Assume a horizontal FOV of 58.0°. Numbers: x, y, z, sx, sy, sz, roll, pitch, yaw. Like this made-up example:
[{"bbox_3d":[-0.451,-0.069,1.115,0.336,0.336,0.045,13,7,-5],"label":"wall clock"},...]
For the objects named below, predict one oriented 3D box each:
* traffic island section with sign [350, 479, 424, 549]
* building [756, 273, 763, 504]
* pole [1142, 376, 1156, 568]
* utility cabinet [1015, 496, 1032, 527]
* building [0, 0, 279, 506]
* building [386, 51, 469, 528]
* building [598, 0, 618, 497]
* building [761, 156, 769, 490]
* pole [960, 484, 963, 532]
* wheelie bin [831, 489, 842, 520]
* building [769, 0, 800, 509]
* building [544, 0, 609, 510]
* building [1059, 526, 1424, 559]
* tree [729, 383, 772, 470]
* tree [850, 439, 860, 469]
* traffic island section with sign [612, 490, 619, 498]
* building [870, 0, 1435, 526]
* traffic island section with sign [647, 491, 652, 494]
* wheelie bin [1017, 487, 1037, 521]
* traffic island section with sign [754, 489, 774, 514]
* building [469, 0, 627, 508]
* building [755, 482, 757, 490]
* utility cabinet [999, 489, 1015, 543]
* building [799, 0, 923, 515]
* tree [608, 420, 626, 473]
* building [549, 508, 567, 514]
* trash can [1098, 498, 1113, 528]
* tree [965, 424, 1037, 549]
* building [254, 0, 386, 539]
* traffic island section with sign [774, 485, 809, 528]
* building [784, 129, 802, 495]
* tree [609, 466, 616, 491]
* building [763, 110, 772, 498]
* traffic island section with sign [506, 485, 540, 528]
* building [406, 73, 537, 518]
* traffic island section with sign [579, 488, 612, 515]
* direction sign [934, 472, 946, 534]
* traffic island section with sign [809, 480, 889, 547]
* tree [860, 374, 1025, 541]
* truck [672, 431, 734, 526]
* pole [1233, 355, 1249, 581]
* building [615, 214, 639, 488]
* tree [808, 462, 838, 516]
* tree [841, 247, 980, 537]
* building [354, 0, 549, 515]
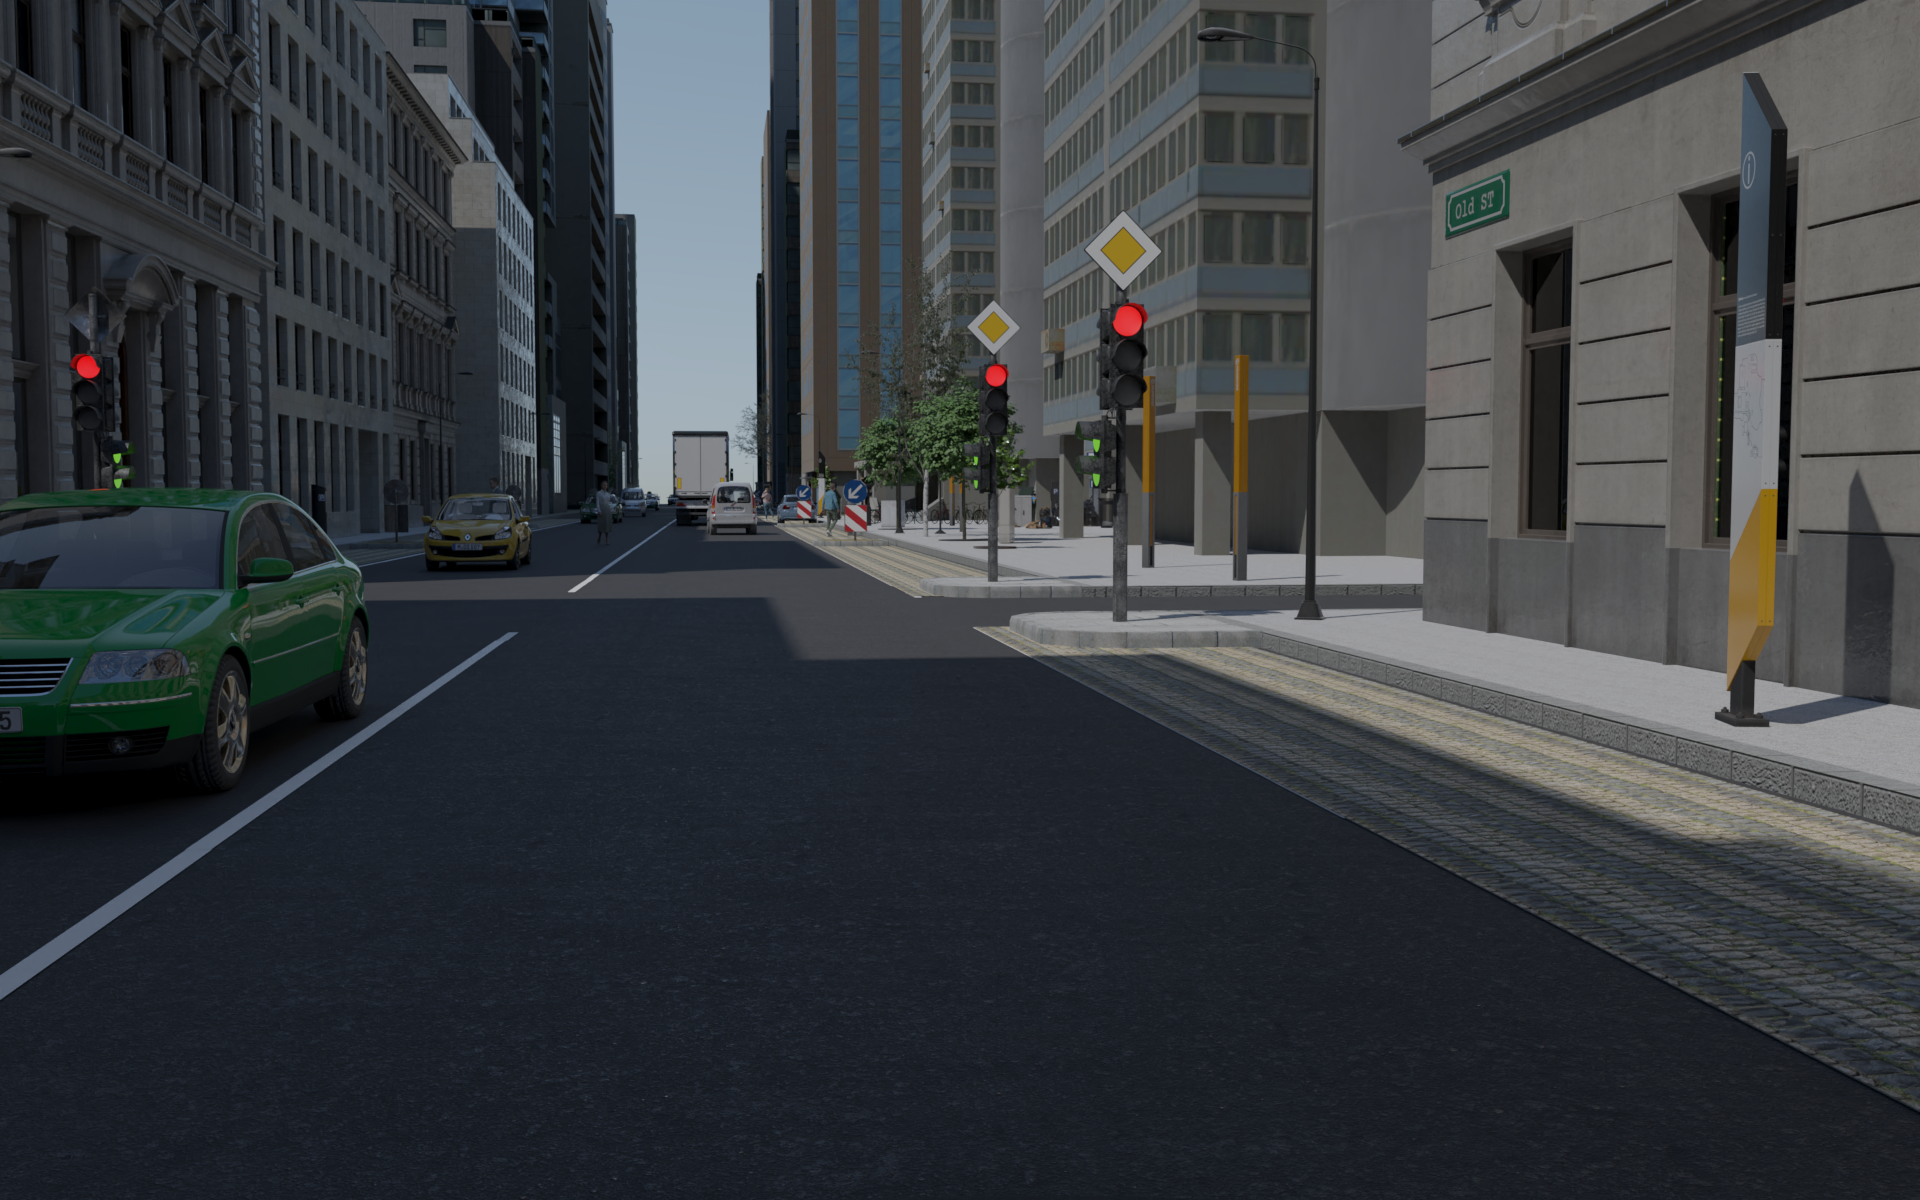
[{"bbox_3d":[-14.871,-2.262,45.613,1.989,1.847,2.006,0,4,-8],"label":"traffic island section with sign"},{"bbox_3d":[-19.693,-27.869,227.355,14.160,30.474,14.107,0,4,-8],"label":"building"},{"bbox_3d":[3.274,-2.213,30.022,0.158,3.312,0.155,0,3,0],"label":"pole"},{"bbox_3d":[2.309,-3.491,68.245,1.020,1.237,0.306,0,4,-2],"label":"utility cabinet"},{"bbox_3d":[-20.209,-12.388,31.422,11.050,23.489,19.941,0,4,-8],"label":"building"},{"bbox_3d":[-25.925,-12.433,67.911,10.561,19.102,19.286,0,4,-8],"label":"building"},{"bbox_3d":[-49.711,-39.767,192.195,21.231,58.520,28.212,0,4,-8],"label":"building"},{"bbox_3d":[-17.388,-32.388,213.142,14.154,41.232,14.086,0,4,-8],"label":"building"},{"bbox_3d":[0.084,-3.962,58.624,0.158,3.312,0.155,0,3,0],"label":"pole"},{"bbox_3d":[-6.217,-4.782,86.096,0.693,1.594,0.980,0,4,1],"label":"wheelie bin"},{"bbox_3d":[-7.171,-37.907,161.786,21.231,58.520,28.212,0,4,-8],"label":"building"},{"bbox_3d":[-42.380,-32.258,151.126,21.300,48.544,21.600,0,4,-8],"label":"building"},{"bbox_3d":[15.315,-21.422,42.123,23.993,40.220,32.217,0,4,-8],"label":"building"},{"bbox_3d":[-19.342,-16.767,184.507,12.009,13.543,11.850,0,3,0],"label":"tree"},{"bbox_3d":[-2.334,-4.822,62.559,4.285,4.588,4.351,0,3,0],"label":"tree"},{"bbox_3d":[-29.680,-8.607,149.347,1.989,1.847,2.006,0,4,-8],"label":"traffic island section with sign"},{"bbox_3d":[10.966,-24.357,90.124,32.217,40.220,23.993,0,4,-8],"label":"building"},{"bbox_3d":[-41.264,-13.575,230.570,1.989,1.847,2.006,0,4,-8],"label":"traffic island section with sign"},{"bbox_3d":[2.876,-4.073,74.501,0.980,1.594,0.693,2,4,29],"label":"wheelie bin"},{"bbox_3d":[-13.959,-7.073,124.270,1.989,1.847,2.006,0,4,-8],"label":"traffic island section with sign"},{"bbox_3d":[-54.039,-55.535,220.676,22.319,86.520,31.000,0,4,-8],"label":"building"},{"bbox_3d":[-13.141,-33.999,247.764,32.217,40.220,23.993,0,4,-8],"label":"building"},{"bbox_3d":[1.210,-2.238,45.274,0.318,1.500,1.173,0,4,8],"label":"utility cabinet"},{"bbox_3d":[-3.095,-28.279,112.476,14.600,45.320,14.200,0,4,-8],"label":"building"},{"bbox_3d":[-35.420,-13.594,172.620,4.360,8.622,3.978,0,3,0],"label":"tree"},{"bbox_3d":[-39.597,-49.591,123.483,22.319,86.520,31.000,0,4,-8],"label":"building"},{"bbox_3d":[5.552,-3.292,65.481,0.748,1.137,0.748,0,3,0],"label":"trash can"},{"bbox_3d":[0.729,-2.814,40.618,1.663,3.219,1.824,0,3,0],"label":"tree"},{"bbox_3d":[-23.401,-11.943,50.012,10.420,20.320,16.860,0,4,-8],"label":"building"},{"bbox_3d":[-6.871,-4.038,74.646,1.989,1.847,2.006,0,4,-8],"label":"traffic island section with sign"},{"bbox_3d":[-7.331,-22.603,141.261,14.160,30.474,14.107,0,4,-8],"label":"building"},{"bbox_3d":[-34.654,-11.229,167.305,4.285,4.588,4.351,0,3,0],"label":"tree"},{"bbox_3d":[-15.313,-33.574,199.053,14.600,45.320,14.200,0,4,-8],"label":"building"},{"bbox_3d":[-18.775,-3.935,72.963,1.989,1.847,2.006,0,4,-8],"label":"traffic island section with sign"},{"bbox_3d":[-27.561,-14.209,87.065,10.420,20.320,16.860,0,4,-8],"label":"building"},{"bbox_3d":[-25.803,-6.945,122.179,1.989,1.847,2.006,0,4,-8],"label":"traffic island section with sign"},{"bbox_3d":[-0.635,-3.900,55.756,0.876,3.537,0.379,3,4,36],"label":"direction sign"},{"bbox_3d":[-3.063,-2.406,47.960,1.989,1.847,2.006,0,4,-8],"label":"traffic island section with sign"},{"bbox_3d":[0.190,-3.907,47.599,4.285,4.588,4.351,0,3,0],"label":"tree"},{"bbox_3d":[-12.208,-5.713,82.325,2.839,4.237,11.283,0,4,-7],"label":"truck"},{"bbox_3d":[4.143,-1.939,25.546,0.158,3.312,0.155,0,3,0],"label":"pole"},{"bbox_3d":[-53.016,-34.338,245.020,14.154,41.232,14.086,0,4,-8],"label":"building"},{"bbox_3d":[-7.943,-6.615,102.763,1.663,3.219,1.824,0,3,0],"label":"tree"},{"bbox_3d":[-1.161,-6.212,51.936,4.360,8.622,3.978,0,3,0],"label":"tree"},{"bbox_3d":[-32.582,-20.291,103.453,14.160,30.474,14.107,0,4,-8],"label":"building"}]
